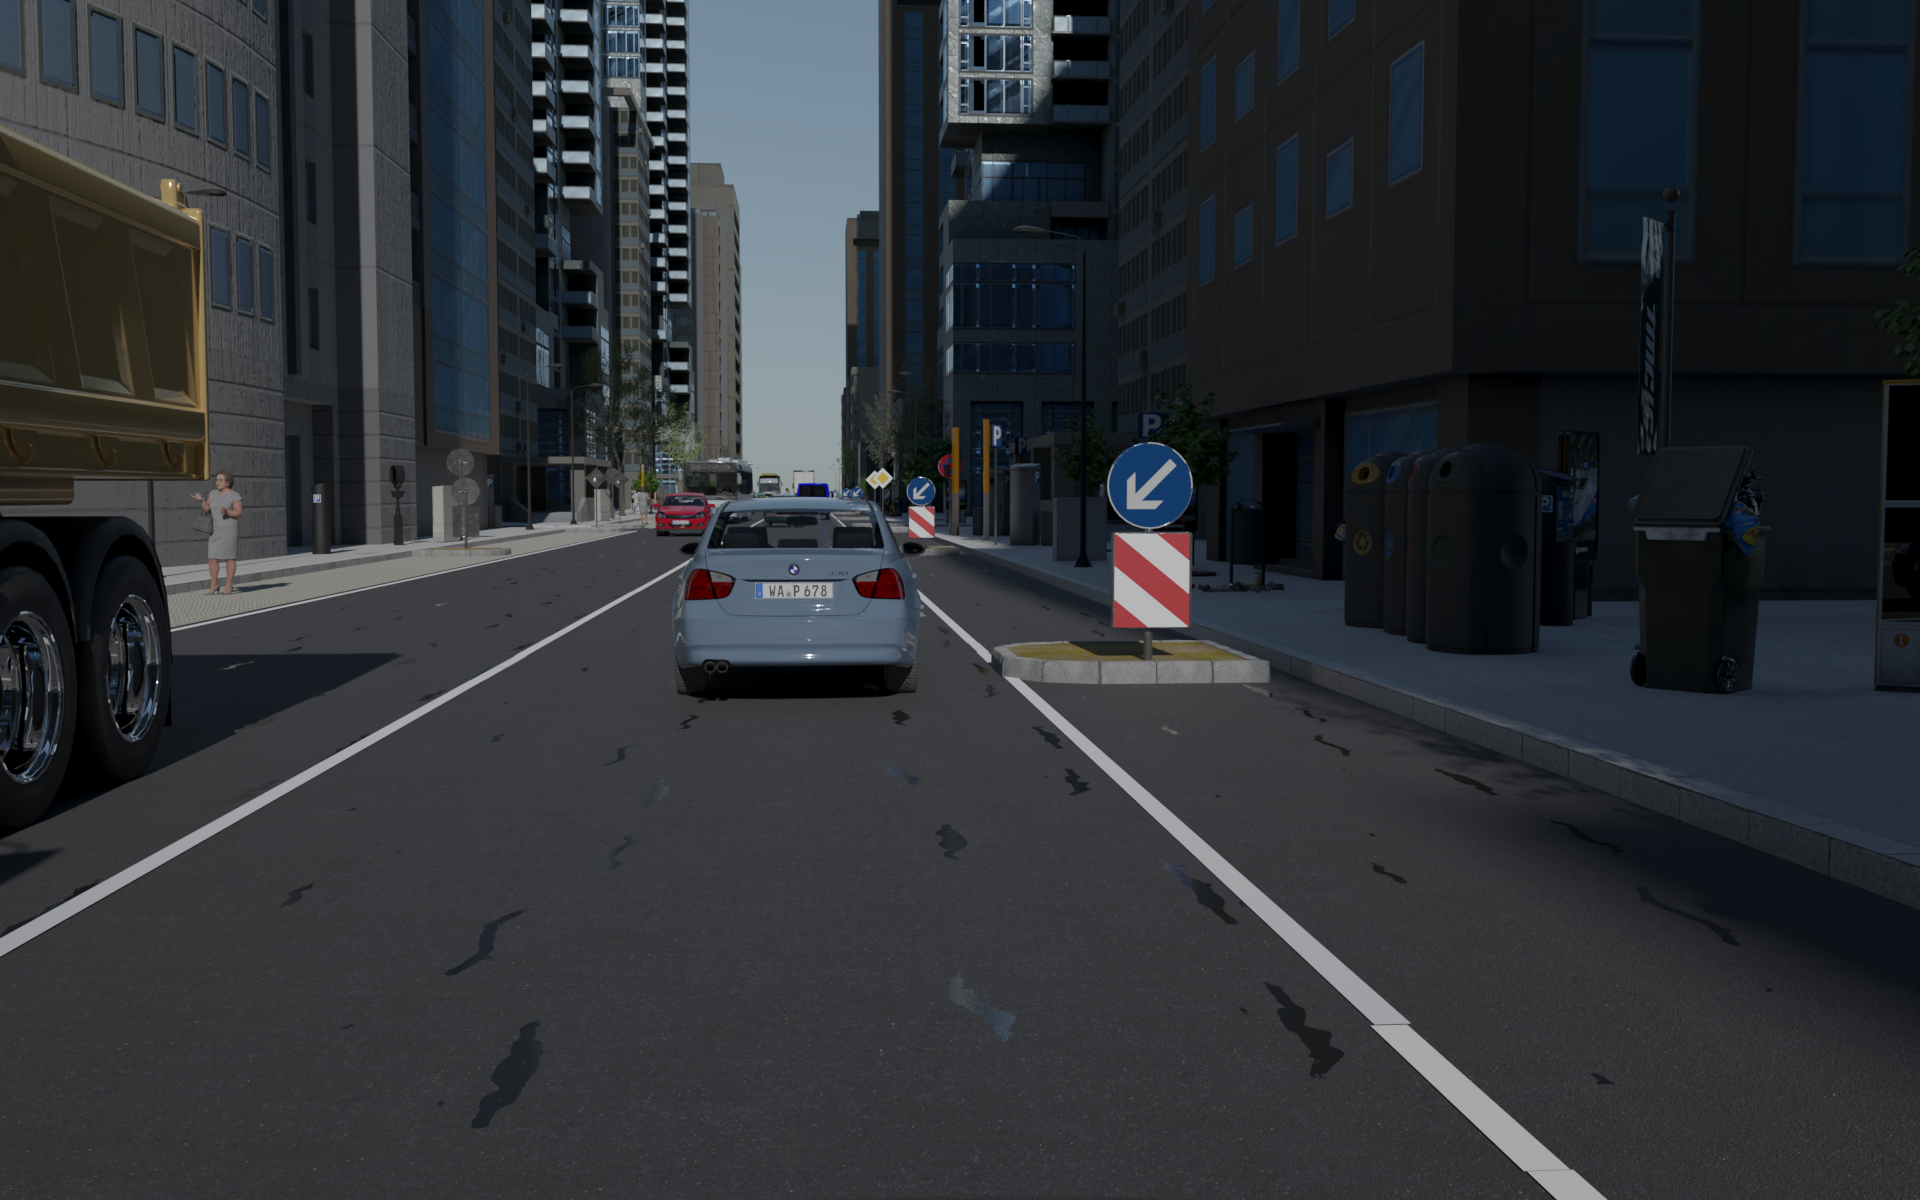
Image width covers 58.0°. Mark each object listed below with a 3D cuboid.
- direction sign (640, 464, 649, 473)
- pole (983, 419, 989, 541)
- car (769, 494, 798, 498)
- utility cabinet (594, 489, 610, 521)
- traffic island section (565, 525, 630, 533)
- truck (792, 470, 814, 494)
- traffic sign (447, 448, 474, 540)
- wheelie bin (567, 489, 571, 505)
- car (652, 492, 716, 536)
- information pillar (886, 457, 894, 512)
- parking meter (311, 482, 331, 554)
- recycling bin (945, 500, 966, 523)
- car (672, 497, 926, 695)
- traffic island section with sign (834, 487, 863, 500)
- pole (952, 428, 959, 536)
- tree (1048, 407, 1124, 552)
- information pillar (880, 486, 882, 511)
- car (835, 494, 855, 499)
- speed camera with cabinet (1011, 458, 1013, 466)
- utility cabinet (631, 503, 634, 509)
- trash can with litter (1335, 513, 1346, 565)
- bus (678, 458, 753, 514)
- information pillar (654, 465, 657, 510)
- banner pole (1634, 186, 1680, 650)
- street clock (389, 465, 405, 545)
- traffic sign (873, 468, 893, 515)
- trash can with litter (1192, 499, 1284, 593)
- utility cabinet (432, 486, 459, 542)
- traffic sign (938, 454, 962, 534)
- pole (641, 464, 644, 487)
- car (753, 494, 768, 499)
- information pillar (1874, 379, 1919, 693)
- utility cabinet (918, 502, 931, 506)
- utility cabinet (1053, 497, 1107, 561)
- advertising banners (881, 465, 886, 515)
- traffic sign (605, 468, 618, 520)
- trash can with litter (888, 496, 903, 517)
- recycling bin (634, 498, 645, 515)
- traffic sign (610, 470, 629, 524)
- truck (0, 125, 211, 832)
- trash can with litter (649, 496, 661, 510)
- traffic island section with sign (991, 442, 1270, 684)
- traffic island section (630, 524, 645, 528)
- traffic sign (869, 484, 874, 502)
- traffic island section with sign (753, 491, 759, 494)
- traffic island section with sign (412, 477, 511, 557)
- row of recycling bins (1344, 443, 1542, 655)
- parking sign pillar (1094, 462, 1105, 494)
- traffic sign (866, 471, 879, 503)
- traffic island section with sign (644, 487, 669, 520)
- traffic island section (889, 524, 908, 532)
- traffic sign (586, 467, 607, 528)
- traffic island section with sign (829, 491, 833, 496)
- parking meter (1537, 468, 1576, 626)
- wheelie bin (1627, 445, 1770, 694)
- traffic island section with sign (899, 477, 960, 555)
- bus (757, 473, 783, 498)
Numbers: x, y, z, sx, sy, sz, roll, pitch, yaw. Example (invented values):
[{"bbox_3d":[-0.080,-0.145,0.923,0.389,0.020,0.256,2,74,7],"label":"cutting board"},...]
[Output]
[{"bbox_3d":[-23.510,-8.389,129.161,0.876,3.537,0.379,2,4,32],"label":"direction sign"},{"bbox_3d":[0.718,-3.274,47.368,0.158,3.312,0.155,0,3,0],"label":"pole"},{"bbox_3d":[-7.665,-4.034,75.747,2.009,1.686,4.222,0,4,-4],"label":"car"},{"bbox_3d":[-16.805,-4.448,81.411,0.318,1.500,1.173,1,4,10],"label":"utility cabinet"},{"bbox_3d":[-13.730,-2.636,65.384,2.009,0.180,2.903,0,4,-5],"label":"traffic island section"},{"bbox_3d":[-18.782,-13.423,208.372,2.839,4.237,11.283,0,4,-5],"label":"truck"},{"bbox_3d":[-13.936,-2.949,48.326,0.768,2.556,0.104,0,4,-1],"label":"traffic sign"},{"bbox_3d":[-22.601,-5.731,101.613,0.980,1.594,0.693,-2,4,-27],"label":"wheelie bin"},{"bbox_3d":[-9.554,-3.128,60.183,2.155,1.783,4.494,0,4,-5],"label":"car"},{"bbox_3d":[-4.417,-7.231,109.576,0.504,3.616,0.183,1,4,14],"label":"information pillar"},{"bbox_3d":[-13.645,-1.747,36.969,0.372,1.533,0.369,0,3,0],"label":"parking meter"},{"bbox_3d":[-0.195,-3.938,76.932,0.722,1.027,0.722,1,4,23],"label":"recycling bin"},{"bbox_3d":[-1.252,-0.104,13.707,2.014,1.417,4.499,0,4,-4],"label":"car"},{"bbox_3d":[-5.878,-5.372,96.458,1.989,1.847,2.006,0,4,-5],"label":"traffic island section with sign"},{"bbox_3d":[-0.138,-3.627,53.143,0.158,3.312,0.155,0,3,0],"label":"pole"},{"bbox_3d":[3.012,-2.683,38.467,1.663,3.219,1.824,0,3,0],"label":"tree"},{"bbox_3d":[-5.365,-7.117,120.858,0.304,2.012,0.304,1,4,15],"label":"information pillar"},{"bbox_3d":[-9.070,-7.765,135.746,1.959,1.807,4.718,0,4,-6],"label":"car"},{"bbox_3d":[2.166,-6.137,94.671,2.038,3.252,0.660,3,5,40],"label":"speed camera with cabinet"},{"bbox_3d":[-27.142,-8.228,145.682,1.020,1.237,0.306,1,4,12],"label":"utility cabinet"},{"bbox_3d":[4.402,-0.465,18.993,0.624,1.170,1.055,1,4,9],"label":"trash can with litter"},{"bbox_3d":[-12.110,-5.649,87.223,2.948,3.499,13.247,0,4,-3],"label":"bus"},{"bbox_3d":[-24.685,-9.103,140.193,0.183,3.616,0.504,-1,4,-15],"label":"information pillar"},{"bbox_3d":[5.625,-1.467,14.007,0.401,3.779,0.863,3,5,41],"label":"banner pole"},{"bbox_3d":[-14.085,-2.375,43.396,0.358,2.002,0.471,-3,5,-40],"label":"street clock"},{"bbox_3d":[-2.952,-3.828,66.237,0.795,2.450,0.064,0,4,-5],"label":"traffic sign"},{"bbox_3d":[3.450,-0.738,23.123,2.233,1.210,1.678,-1,4,-23],"label":"trash can with litter"},{"bbox_3d":[-13.764,-2.302,46.319,0.318,1.500,1.173,0,4,3],"label":"utility cabinet"},{"bbox_3d":[-0.308,-3.377,55.321,0.768,2.556,0.104,0,4,-2],"label":"traffic sign"},{"bbox_3d":[-21.612,-7.599,118.090,0.158,3.312,0.155,0,3,0],"label":"pole"},{"bbox_3d":[-20.125,-10.042,172.990,1.959,1.807,4.718,0,4,-6],"label":"car"},{"bbox_3d":[6.156,-0.415,11.270,0.304,2.012,0.304,2,4,31],"label":"information pillar"},{"bbox_3d":[-1.937,-5.242,94.387,0.318,1.500,1.173,-1,4,-23],"label":"utility cabinet"},{"bbox_3d":[2.310,-1.360,33.398,1.020,1.237,0.306,-1,4,-16],"label":"utility cabinet"},{"bbox_3d":[-4.636,-6.665,105.167,0.090,3.025,2.074,0,4,4],"label":"advertising banners"},{"bbox_3d":[-17.192,-5.235,85.700,0.768,2.556,0.104,0,4,-3],"label":"traffic sign"},{"bbox_3d":[-3.671,-5.282,97.749,0.624,1.170,1.055,-3,5,-42],"label":"trash can with litter"},{"bbox_3d":[-20.024,-5.857,108.319,0.722,1.027,0.722,-1,4,-15],"label":"recycling bin"},{"bbox_3d":[-14.400,-4.259,73.280,0.795,2.450,0.064,0,4,-5],"label":"traffic sign"},{"bbox_3d":[-4.981,-0.548,4.890,3.469,3.379,9.791,0,4,-6],"label":"truck"},{"bbox_3d":[-24.843,-8.009,142.005,2.233,1.210,1.678,1,4,22],"label":"trash can with litter"},{"bbox_3d":[1.286,-0.330,14.029,1.989,1.847,2.006,0,4,-5],"label":"traffic island section with sign"},{"bbox_3d":[-14.423,-3.123,73.340,2.009,0.180,2.903,0,4,-5],"label":"traffic island section"},{"bbox_3d":[-6.047,-7.421,121.444,0.768,2.556,0.104,0,4,-3],"label":"traffic sign"},{"bbox_3d":[-32.600,-16.722,282.036,1.989,1.847,2.006,0,4,-5],"label":"traffic island section with sign"},{"bbox_3d":[-11.566,-1.943,40.391,1.989,1.847,2.006,0,4,-5],"label":"traffic island section with sign"},{"bbox_3d":[4.278,-0.513,15.495,1.069,1.692,3.534,0,4,-1],"label":"row of recycling bins"},{"bbox_3d":[6.274,-5.285,74.879,1.447,3.967,1.447,-2,4,-25],"label":"parking sign pillar"},{"bbox_3d":[-3.644,-4.315,74.192,0.795,2.450,0.064,0,4,-5],"label":"traffic sign"},{"bbox_3d":[-16.385,-5.325,95.683,1.989,1.847,2.006,0,4,-5],"label":"traffic island section with sign"},{"bbox_3d":[-2.929,-2.693,66.316,2.009,0.180,2.903,0,4,-5],"label":"traffic island section"},{"bbox_3d":[-13.708,-3.773,65.325,0.795,2.450,0.064,0,4,-5],"label":"traffic sign"},{"bbox_3d":[-8.213,-7.014,123.313,1.989,1.847,2.006,0,4,-5],"label":"traffic island section with sign"},{"bbox_3d":[5.809,-0.521,16.925,0.372,1.533,0.369,0,3,0],"label":"parking meter"},{"bbox_3d":[4.859,-0.215,11.430,0.693,1.594,0.980,-3,4,-38],"label":"wheelie bin"},{"bbox_3d":[-1.081,-2.004,41.392,1.989,1.847,2.006,0,4,-5],"label":"traffic island section with sign"},{"bbox_3d":[-22.425,-12.984,203.833,2.896,3.916,12.252,0,4,-7],"label":"bus"}]
